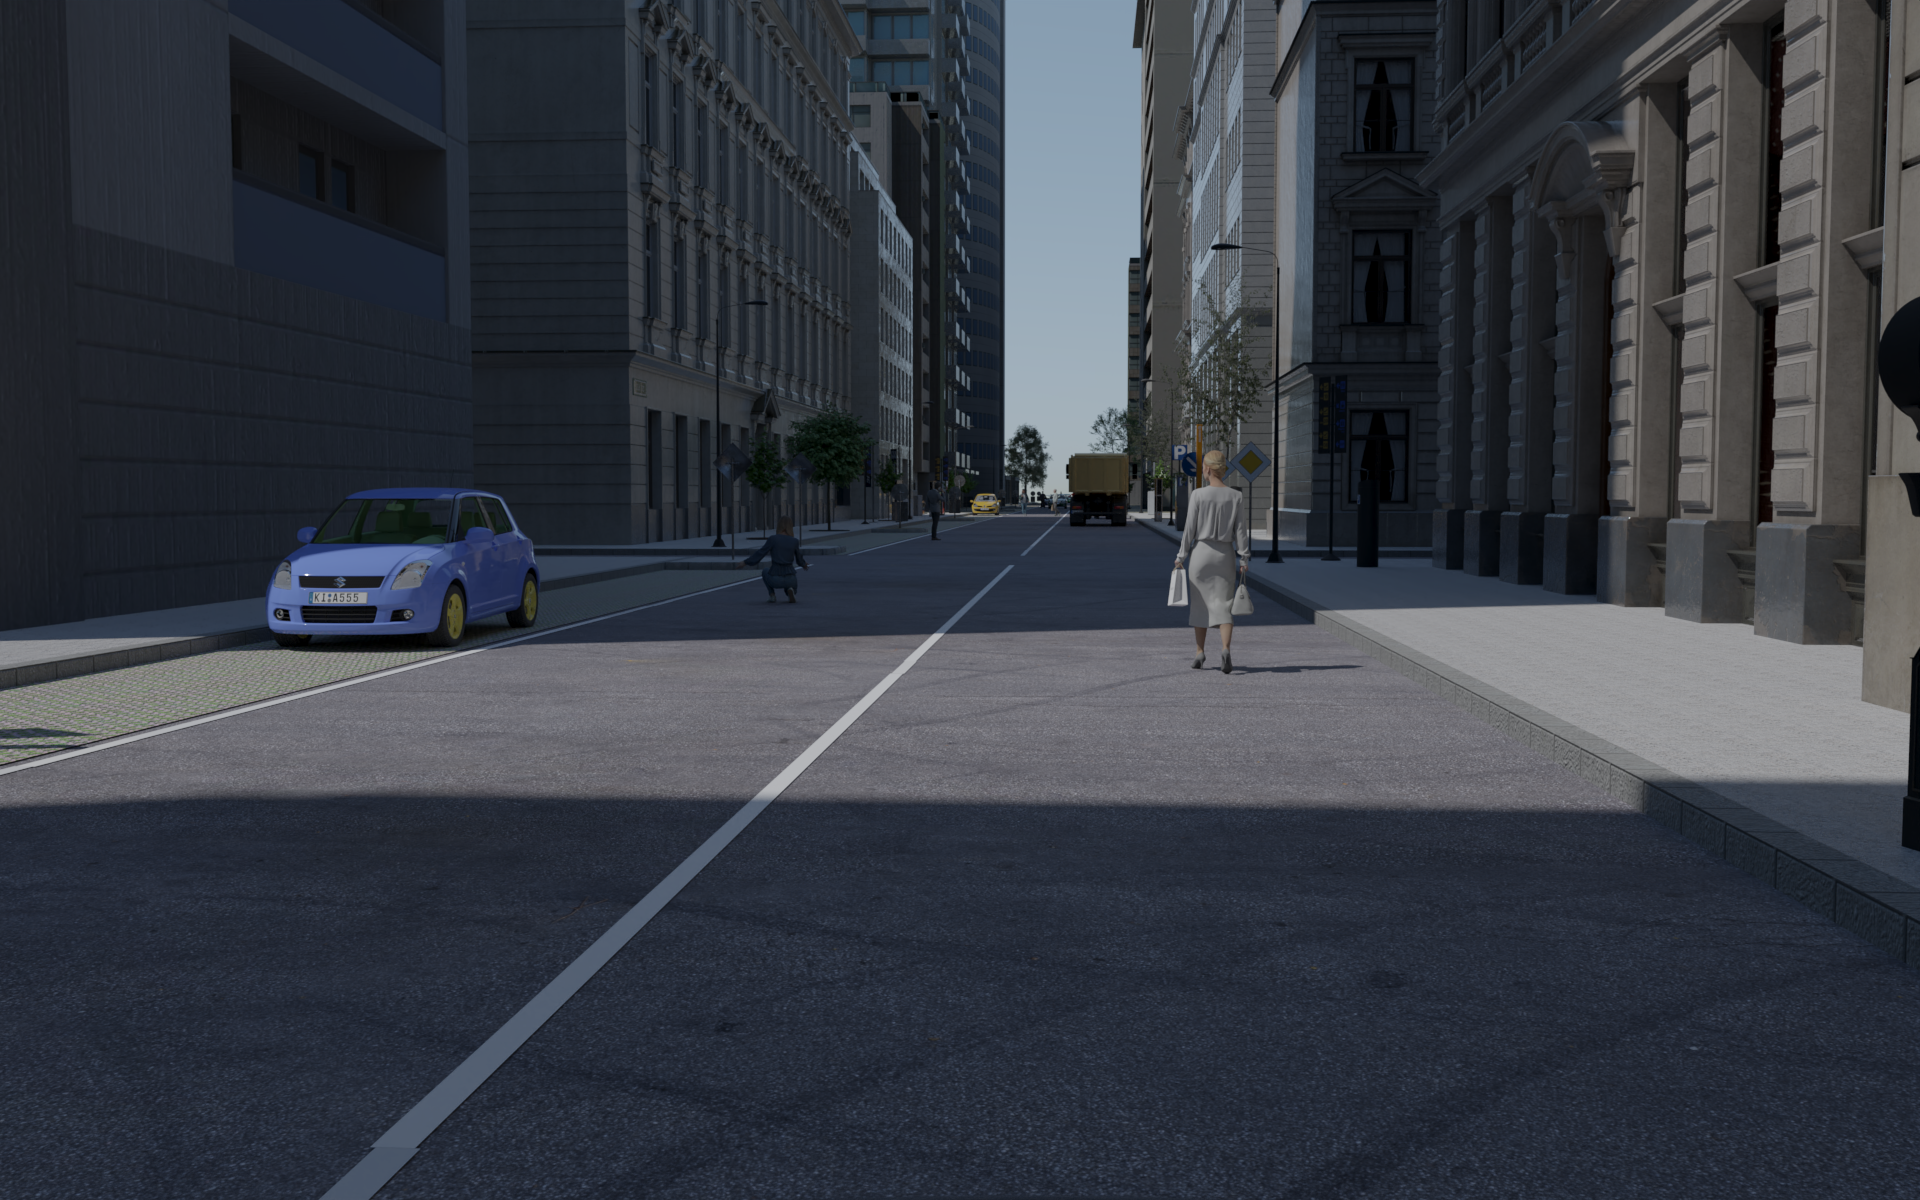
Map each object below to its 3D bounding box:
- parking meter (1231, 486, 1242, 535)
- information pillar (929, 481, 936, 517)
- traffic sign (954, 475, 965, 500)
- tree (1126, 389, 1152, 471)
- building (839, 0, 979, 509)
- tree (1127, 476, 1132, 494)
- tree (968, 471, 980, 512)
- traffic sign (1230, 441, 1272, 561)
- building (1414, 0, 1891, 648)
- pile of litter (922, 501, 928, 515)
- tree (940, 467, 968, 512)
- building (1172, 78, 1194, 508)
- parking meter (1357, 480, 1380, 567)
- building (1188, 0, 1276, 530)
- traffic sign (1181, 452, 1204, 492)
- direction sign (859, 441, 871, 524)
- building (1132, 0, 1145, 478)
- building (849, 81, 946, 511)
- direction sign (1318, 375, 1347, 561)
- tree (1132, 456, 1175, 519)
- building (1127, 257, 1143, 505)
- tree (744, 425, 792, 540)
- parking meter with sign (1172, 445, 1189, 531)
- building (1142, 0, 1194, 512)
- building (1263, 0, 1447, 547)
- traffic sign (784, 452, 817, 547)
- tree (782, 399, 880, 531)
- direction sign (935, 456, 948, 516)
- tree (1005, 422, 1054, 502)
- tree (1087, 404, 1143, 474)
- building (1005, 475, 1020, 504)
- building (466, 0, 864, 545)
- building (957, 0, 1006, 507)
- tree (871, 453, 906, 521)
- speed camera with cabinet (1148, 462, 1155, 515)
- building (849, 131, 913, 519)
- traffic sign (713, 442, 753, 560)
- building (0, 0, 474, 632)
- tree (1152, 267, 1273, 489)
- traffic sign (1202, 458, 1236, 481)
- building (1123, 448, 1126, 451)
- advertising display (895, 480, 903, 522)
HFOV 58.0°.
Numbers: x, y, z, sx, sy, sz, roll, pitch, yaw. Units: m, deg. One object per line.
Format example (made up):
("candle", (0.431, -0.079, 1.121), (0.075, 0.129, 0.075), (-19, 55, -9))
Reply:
("parking meter", (8.754, -2.842, 54.873), (0.372, 1.533, 0.369), (0, 3, 0))
("information pillar", (-1.544, -5.715, 97.929), (0.304, 2.012, 0.304), (3, 4, 37))
("traffic sign", (-0.029, -7.126, 116.614), (0.768, 2.556, 0.104), (1, 4, 11))
("tree", (13.613, -10.379, 120.055), (4.360, 8.622, 3.978), (0, 3, 0))
("building", (-10.791, -32.283, 147.435), (23.786, 49.044, 30.456), (0, 4, 4))
("tree", (15.323, -10.026, 158.529), (1.663, 3.219, 1.824), (0, 3, 0))
("tree", (0.368, -8.150, 127.853), (1.663, 3.219, 1.824), (0, 3, 0))
("traffic sign", (5.535, -1.797, 33.029), (0.795, 2.450, 0.064), (0, 4, 4))
("building", (12.423, -11.707, 20.292), (11.050, 23.489, 19.941), (0, 4, 4))
("pile of litter", (-2.680, -6.017, 112.346), (1.176, 0.858, 1.719), (0, 4, 3))
("tree", (-0.543, -7.831, 122.632), (1.663, 3.219, 1.824), (0, 3, 0))
("building", (19.977, -19.288, 102.752), (14.401, 28.519, 23.554), (0, 4, 4))
("parking meter", (7.166, -1.346, 30.415), (0.372, 1.533, 0.369), (0, 3, 0))
("building", (16.475, -18.239, 75.701), (11.434, 29.767, 29.804), (0, 4, 4))
("traffic sign", (7.047, -3.186, 52.195), (0.768, 2.556, 0.104), (1, 4, 9))
("direction sign", (-4.034, -4.990, 73.576), (0.379, 3.537, 0.876), (2, 4, 33))
("building", (32.050, -35.827, 175.002), (28.713, 52.752, 27.495), (0, 4, 4))
("building", (-8.606, -21.617, 125.143), (14.160, 30.474, 14.107), (0, 4, 4))
("direction sign", (7.155, -2.527, 33.318), (0.379, 3.537, 0.876), (-2, 4, -23))
("tree", (10.219, -5.765, 88.857), (1.663, 3.219, 1.824), (0, 3, 0))
("building", (27.464, -26.906, 211.607), (14.160, 30.474, 14.107), (0, 4, 4))
("tree", (-5.397, -3.319, 48.869), (1.663, 3.219, 1.824), (0, 3, 0))
("parking meter with sign", (7.724, -3.927, 60.473), (0.543, 3.016, 1.738), (0, 4, 3))
("building", (25.431, -31.304, 135.516), (21.300, 48.544, 21.600), (0, 4, 4))
("building", (17.811, -11.067, 45.572), (19.286, 19.102, 10.561), (0, 4, 4))
("traffic sign", (-3.845, -2.330, 41.745), (0.795, 2.450, 0.064), (0, 4, 4))
("tree", (-4.460, -4.665, 59.994), (4.285, 4.588, 4.351), (0, 3, 0))
("direction sign", (-1.112, -6.830, 103.665), (0.876, 3.537, 0.379), (-2, 4, -27))
("tree", (10.459, -21.924, 275.464), (9.611, 12.733, 9.660), (0, 3, 0))
("tree", (18.558, -16.789, 200.258), (9.928, 11.665, 9.643), (0, 3, 0))
("building", (-1.533, -50.018, 256.040), (20.563, 71.187, 20.611), (0, 4, 4))
("building", (-14.528, -17.617, 64.455), (17.030, 29.872, 44.131), (0, 4, 4))
("building", (-6.544, -38.804, 176.441), (21.231, 58.520, 28.212), (0, 4, 4))
("tree", (-3.310, -5.350, 82.075), (1.663, 3.219, 1.824), (0, 3, 0))
("speed camera with cabinet", (12.075, -6.894, 107.049), (0.660, 3.252, 2.038), (1, 4, 16))
("building", (-8.629, -14.736, 95.678), (10.420, 20.320, 16.860), (0, 4, 4))
("traffic sign", (-4.431, -1.843, 33.781), (0.795, 2.450, 0.064), (0, 4, 4))
("building", (-22.400, -29.464, 23.740), (28.212, 58.520, 21.231), (0, 4, 4))
("tree", (8.534, -6.503, 56.684), (4.360, 8.622, 3.978), (0, 3, 0))
("traffic sign", (6.121, -2.284, 40.993), (0.795, 2.450, 0.064), (0, 4, 4))
("building", (33.620, -56.249, 232.349), (22.319, 86.520, 31.000), (0, 4, 4))
("advertising display", (-2.776, -4.495, 78.702), (0.123, 1.923, 0.974), (1, 4, 15))
